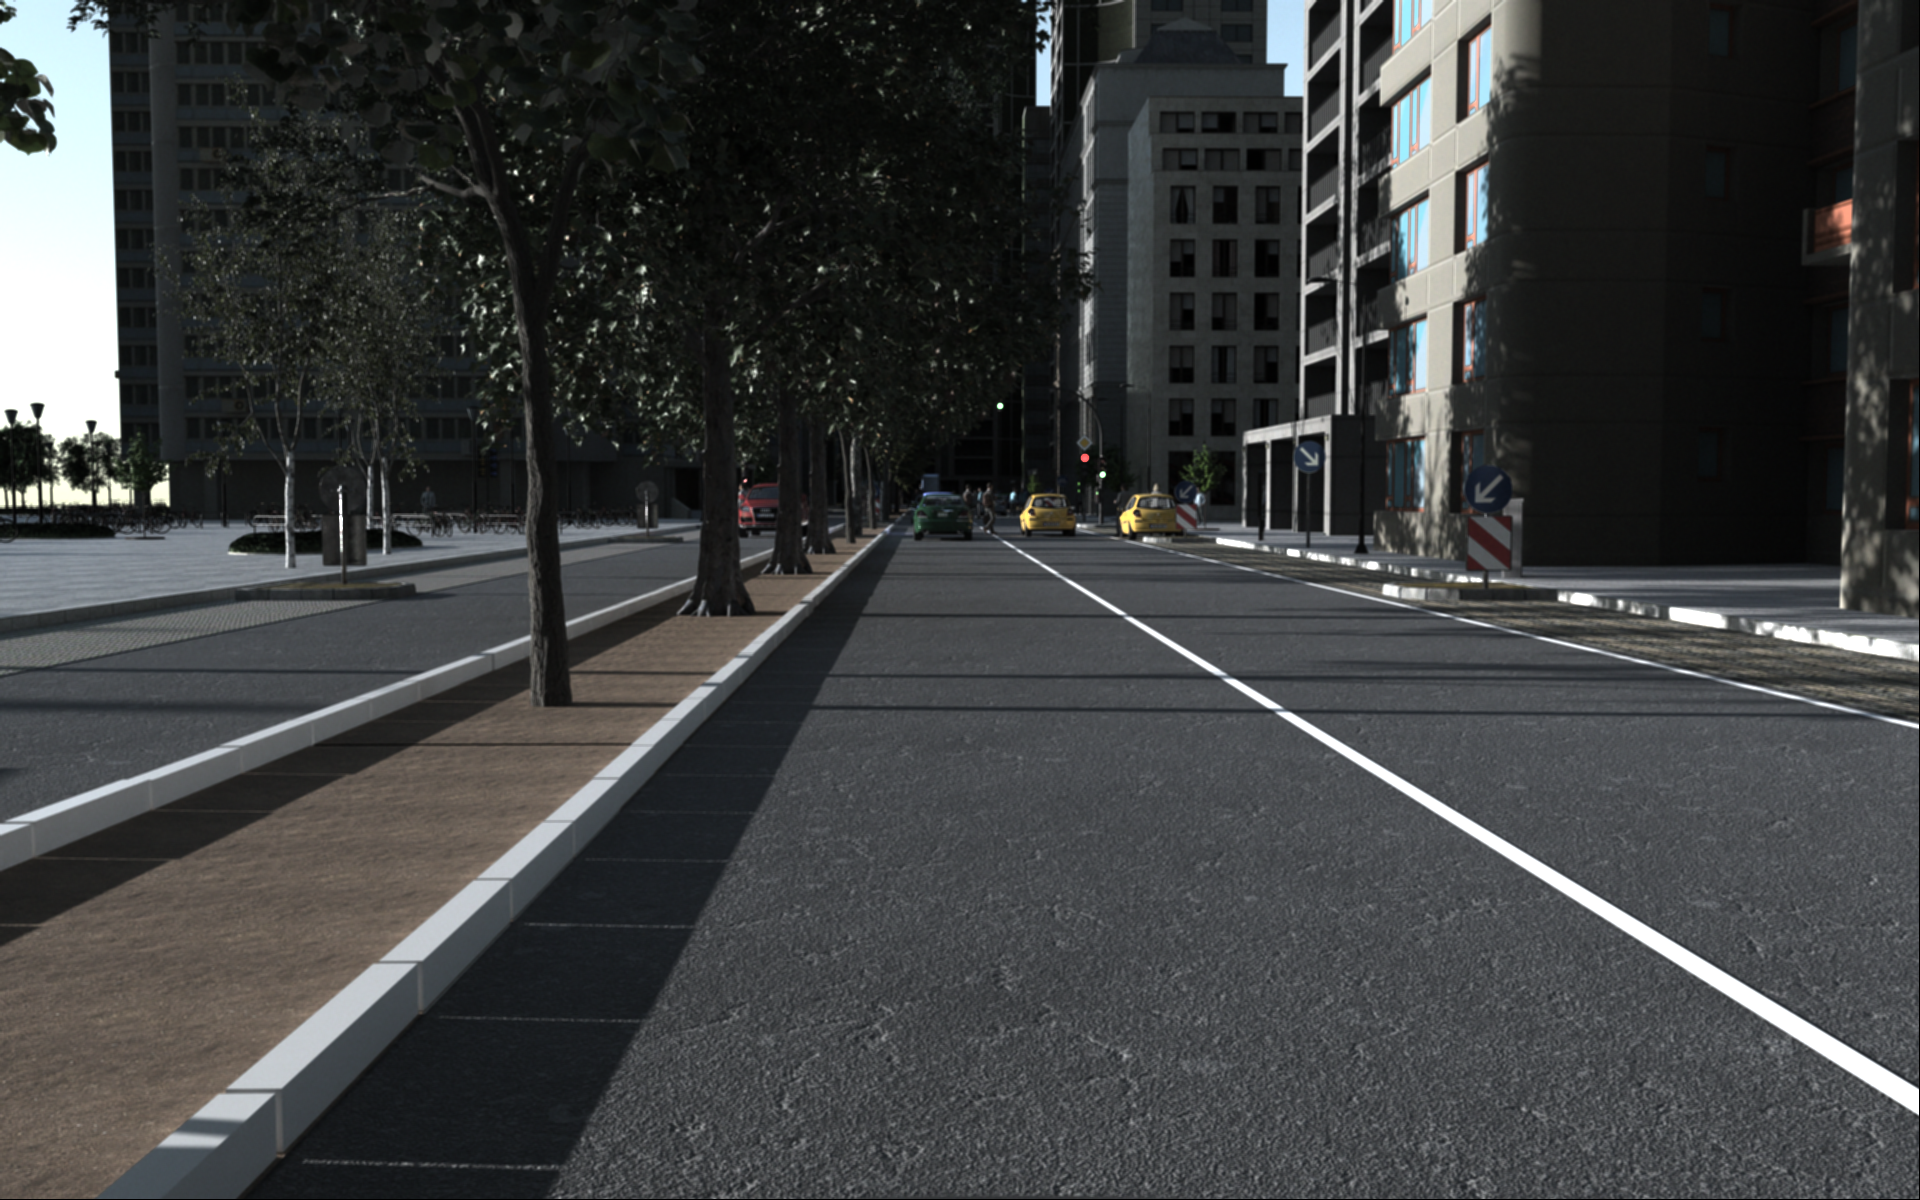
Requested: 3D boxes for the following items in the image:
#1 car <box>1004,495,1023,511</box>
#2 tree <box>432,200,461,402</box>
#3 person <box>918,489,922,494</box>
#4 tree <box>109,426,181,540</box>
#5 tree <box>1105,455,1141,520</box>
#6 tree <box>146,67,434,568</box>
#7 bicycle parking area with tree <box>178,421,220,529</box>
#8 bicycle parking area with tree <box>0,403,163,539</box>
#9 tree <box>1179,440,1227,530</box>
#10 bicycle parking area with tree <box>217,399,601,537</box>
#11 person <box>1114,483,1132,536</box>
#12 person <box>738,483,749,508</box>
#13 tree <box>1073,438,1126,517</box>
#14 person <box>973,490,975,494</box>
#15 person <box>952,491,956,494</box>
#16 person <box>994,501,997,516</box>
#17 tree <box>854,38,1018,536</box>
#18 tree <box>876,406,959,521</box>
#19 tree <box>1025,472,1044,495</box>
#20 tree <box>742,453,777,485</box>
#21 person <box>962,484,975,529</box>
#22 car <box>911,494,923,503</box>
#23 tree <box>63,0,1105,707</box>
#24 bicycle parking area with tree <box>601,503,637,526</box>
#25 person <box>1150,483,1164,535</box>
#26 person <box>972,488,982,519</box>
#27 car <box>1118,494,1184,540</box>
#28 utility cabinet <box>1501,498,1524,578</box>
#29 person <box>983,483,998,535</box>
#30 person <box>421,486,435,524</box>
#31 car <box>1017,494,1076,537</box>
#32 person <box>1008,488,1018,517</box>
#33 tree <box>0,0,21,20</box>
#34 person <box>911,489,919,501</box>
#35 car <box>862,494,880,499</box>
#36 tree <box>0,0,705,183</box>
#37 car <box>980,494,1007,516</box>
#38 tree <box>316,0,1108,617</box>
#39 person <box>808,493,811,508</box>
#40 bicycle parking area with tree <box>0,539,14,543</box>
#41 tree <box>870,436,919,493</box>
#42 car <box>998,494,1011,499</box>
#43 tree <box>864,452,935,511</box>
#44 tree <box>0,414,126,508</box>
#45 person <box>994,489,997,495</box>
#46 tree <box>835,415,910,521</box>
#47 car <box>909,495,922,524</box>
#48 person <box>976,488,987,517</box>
[{"bbox_3d":[4.420,-8.096,144.955,1.945,1.354,3.894,0,4,-2],"label":"car"},{"bbox_3d":[-12.317,-5.267,36.473,4.360,8.622,3.978,0,3,0],"label":"tree"},{"bbox_3d":[-2.914,-7.088,124.575,0.419,1.800,0.721,3,5,39],"label":"person"},{"bbox_3d":[-23.353,-3.342,49.247,1.663,3.219,1.824,0,3,0],"label":"tree"},{"bbox_3d":[7.934,-5.601,86.180,1.663,3.219,1.824,0,3,0],"label":"tree"},{"bbox_3d":[-11.783,-4.876,30.081,4.360,8.622,3.978,0,3,0],"label":"tree"},{"bbox_3d":[-25.973,-4.863,66.509,8.231,4.147,9.016,1,4,21],"label":"bicycle parking area with tree"},{"bbox_3d":[-30.741,-4.260,56.655,9.016,4.147,8.231,-2,4,-23],"label":"bicycle parking area with tree"},{"bbox_3d":[8.614,-4.105,61.723,1.663,3.219,1.824,0,3,0],"label":"tree"},{"bbox_3d":[-17.460,-4.145,54.772,8.231,4.147,9.016,-3,5,-43],"label":"bicycle parking area with tree"},{"bbox_3d":[5.525,-3.080,59.065,0.606,1.804,0.583,-2,4,-32],"label":"person"},{"bbox_3d":[-8.246,-3.557,66.503,0.795,1.843,0.661,2,4,33],"label":"person"},{"bbox_3d":[8.025,-7.044,98.876,4.285,4.588,4.351,0,3,0],"label":"tree"},{"bbox_3d":[1.402,-8.814,152.804,0.606,1.804,0.583,-3,5,-43],"label":"person"},{"bbox_3d":[-0.322,-4.910,90.592,0.330,1.601,0.589,2,4,27],"label":"person"},{"bbox_3d":[2.152,-5.966,110.296,0.306,1.304,0.590,3,5,43],"label":"person"},{"bbox_3d":[-4.804,-12.325,59.856,12.611,20.169,13.585,0,3,0],"label":"tree"},{"bbox_3d":[-3.915,-10.921,91.386,12.009,13.543,11.850,0,3,0],"label":"tree"},{"bbox_3d":[6.503,-9.656,152.479,1.663,3.219,1.824,0,3,0],"label":"tree"},{"bbox_3d":[-13.487,-7.898,112.840,4.285,4.588,4.351,0,3,0],"label":"tree"},{"bbox_3d":[0.334,-3.766,70.042,0.622,1.834,0.822,2,4,30],"label":"person"},{"bbox_3d":[-1.818,-5.516,101.992,2.131,1.459,4.920,0,4,0],"label":"car"},{"bbox_3d":[-2.748,-4.579,11.737,8.767,10.594,7.601,0,4,-1],"label":"tree"},{"bbox_3d":[-16.294,-4.952,67.965,9.016,4.147,8.231,2,4,24],"label":"bicycle parking area with tree"},{"bbox_3d":[6.717,-3.117,59.644,0.709,1.800,0.728,3,5,39],"label":"person"},{"bbox_3d":[0.875,-5.625,100.741,0.850,1.792,0.678,0,4,2],"label":"person"},{"bbox_3d":[6.128,-2.779,55.668,2.015,1.641,3.980,0,4,-1],"label":"car"},{"bbox_3d":[8.566,-0.962,26.891,0.306,1.237,1.020,1,4,16],"label":"utility cabinet"},{"bbox_3d":[1.027,-3.213,61.002,0.822,1.834,0.622,-3,5,-41],"label":"person"},{"bbox_3d":[-24.067,-4.265,78.334,0.635,1.810,0.391,-1,4,-14],"label":"person"},{"bbox_3d":[2.991,-3.011,59.450,2.015,1.641,3.980,0,4,-1],"label":"car"},{"bbox_3d":[3.291,-6.102,108.288,0.620,1.820,0.660,-3,4,-38],"label":"person"},{"bbox_3d":[-11.942,-5.411,14.232,9.928,11.665,9.643,0,3,0],"label":"tree"},{"bbox_3d":[-2.981,-6.491,115.041,0.534,1.772,0.576,2,4,25],"label":"person"},{"bbox_3d":[-9.155,-10.286,176.854,2.281,1.827,5.304,0,4,-2],"label":"car"},{"bbox_3d":[-2.642,-5.698,2.282,9.857,13.997,8.962,0,3,0],"label":"tree"},{"bbox_3d":[2.137,-6.237,113.978,2.014,1.417,4.499,0,4,-1],"label":"car"},{"bbox_3d":[-2.863,-6.171,20.361,9.611,12.733,9.660,0,3,0],"label":"tree"},{"bbox_3d":[-10.493,-6.723,121.019,0.523,1.515,0.503,2,4,31],"label":"person"},{"bbox_3d":[-27.829,-3.396,42.531,9.016,4.147,8.231,0,4,-2],"label":"bicycle parking area with tree"},{"bbox_3d":[-4.660,-9.802,113.089,4.737,8.622,4.395,0,3,0],"label":"tree"},{"bbox_3d":[4.158,-9.333,161.390,1.959,1.807,4.718,0,4,-3],"label":"car"},{"bbox_3d":[-5.296,-13.546,142.063,7.486,12.596,7.792,0,3,0],"label":"tree"},{"bbox_3d":[-68.072,-9.788,122.948,11.467,7.101,20.602,0,4,3],"label":"tree"},{"bbox_3d":[2.583,-6.969,122.988,0.362,1.759,0.519,0,4,8],"label":"person"},{"bbox_3d":[-3.756,-7.916,82.241,4.360,8.622,3.978,0,3,0],"label":"tree"},{"bbox_3d":[-1.495,-4.422,84.297,2.014,1.417,4.499,0,4,-1],"label":"car"},{"bbox_3d":[1.347,-6.103,108.154,0.748,1.841,0.638,3,4,38],"label":"person"}]
